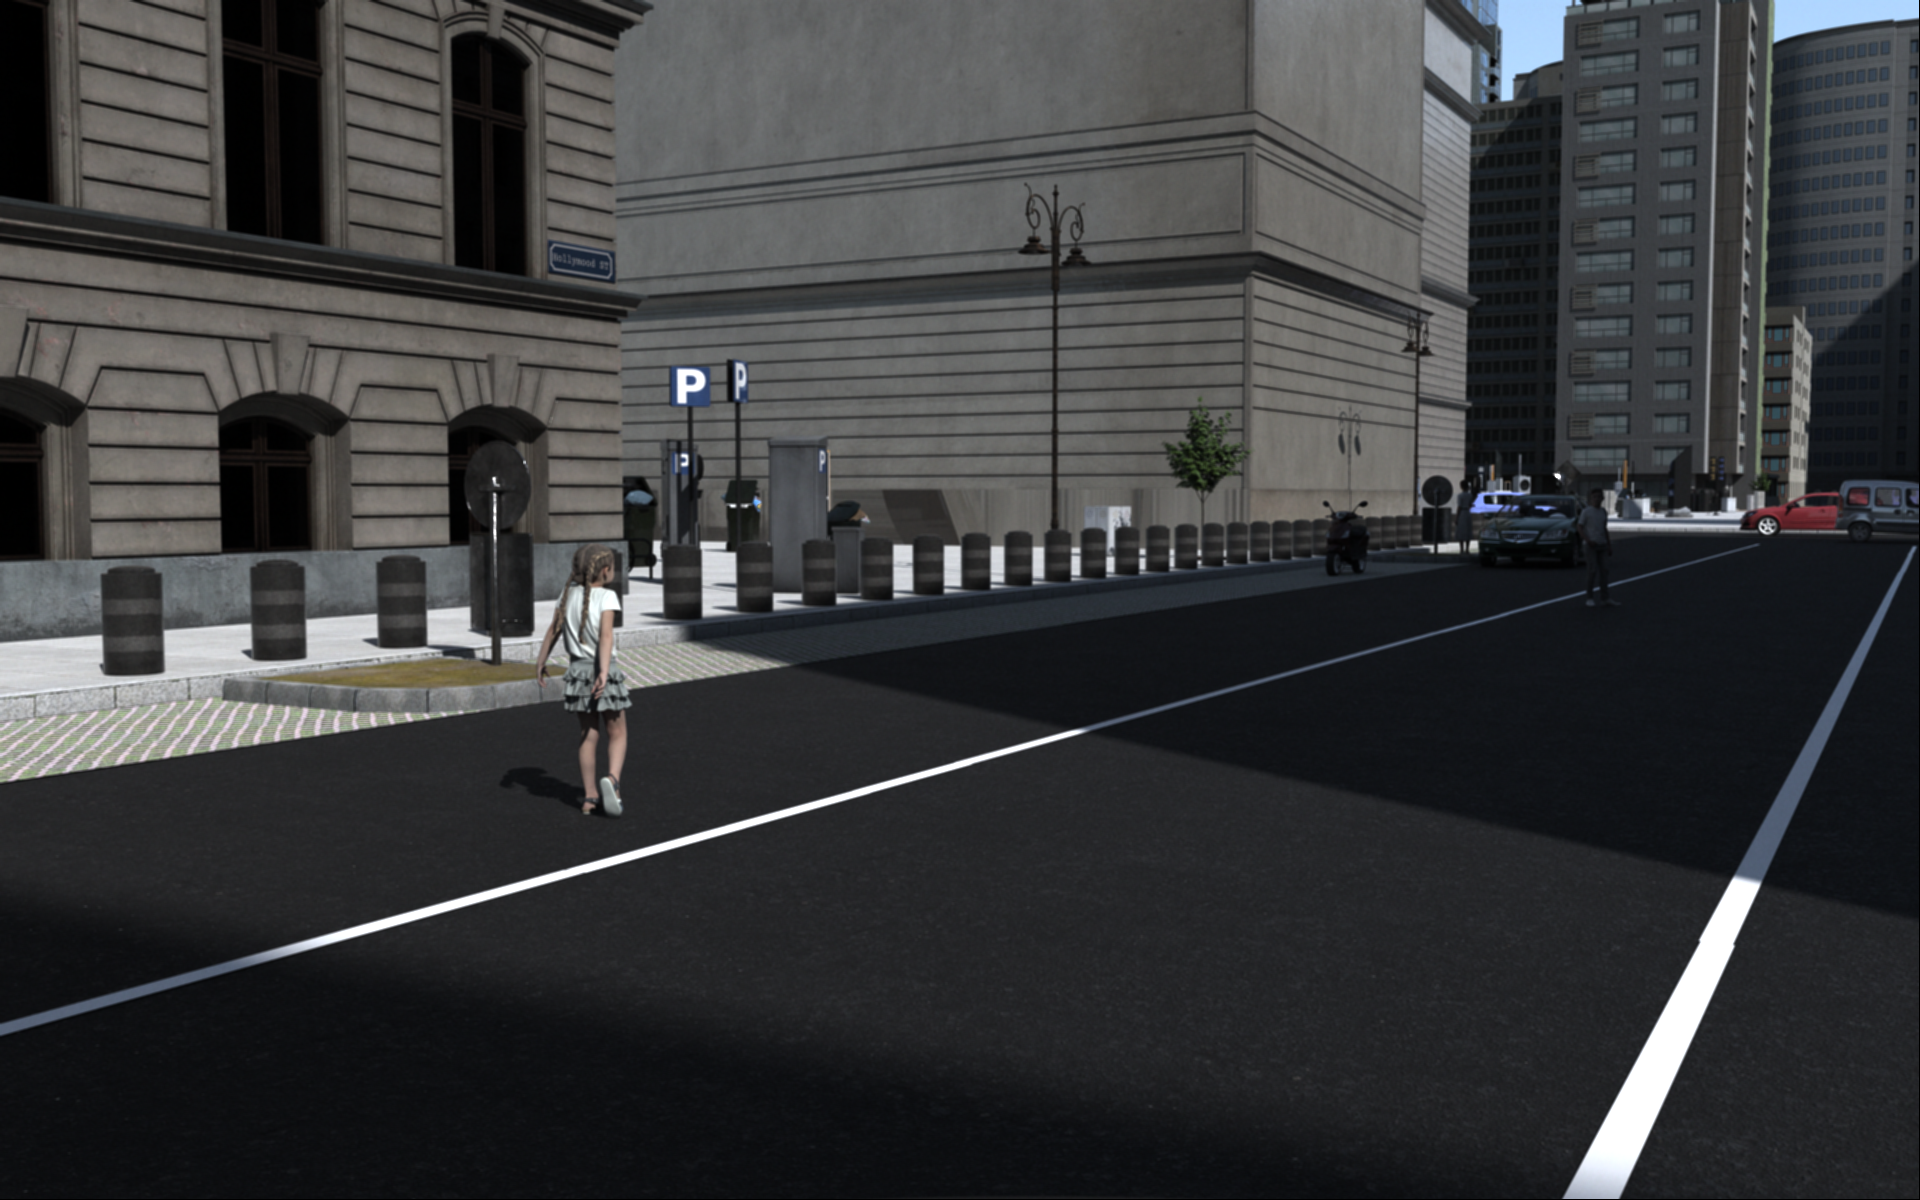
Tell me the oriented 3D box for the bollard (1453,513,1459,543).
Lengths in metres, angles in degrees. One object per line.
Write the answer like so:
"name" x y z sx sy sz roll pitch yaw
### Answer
"bollard" 13.019 -1.902 45.822 0.404 0.777 0.398 0 3 0

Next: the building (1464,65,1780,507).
"building" 57.966 -28.629 159.966 32.217 40.220 23.993 2 4 29

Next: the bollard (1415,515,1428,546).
"bollard" 11.191 -1.706 42.602 0.404 0.777 0.398 0 3 0

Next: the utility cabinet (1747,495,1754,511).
"utility cabinet" 58.753 -7.184 128.618 0.306 1.237 1.020 3 5 42

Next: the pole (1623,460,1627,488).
"pole" 39.855 -6.728 103.852 0.158 3.312 0.155 0 3 0

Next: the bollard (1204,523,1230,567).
"bollard" 4.487 -0.981 30.749 0.404 0.777 0.398 0 3 0

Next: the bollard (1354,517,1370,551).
"bollard" 8.762 -1.443 38.305 0.404 0.777 0.398 0 3 0

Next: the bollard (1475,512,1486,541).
"bollard" 14.237 -2.034 47.968 0.404 0.777 0.398 0 3 0

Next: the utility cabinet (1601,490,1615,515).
"utility cabinet" 41.153 -6.228 110.507 1.173 1.500 0.318 0 4 -3

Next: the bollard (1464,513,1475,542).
"bollard" 13.626 -1.968 46.896 0.404 0.777 0.398 0 3 0

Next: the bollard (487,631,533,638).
"bollard" -4.070 -0.057 15.642 0.404 0.777 0.398 0 3 0

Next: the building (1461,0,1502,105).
"building" 61.880 -56.873 242.548 31.000 86.520 22.319 2 4 29

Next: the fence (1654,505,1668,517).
"fence" 39.599 -5.036 97.721 0.278 0.683 2.069 3 5 45

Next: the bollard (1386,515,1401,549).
"bollard" 9.980 -1.574 40.451 0.404 0.777 0.398 0 3 0

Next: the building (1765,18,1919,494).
"building" 112.691 -41.103 214.026 28.212 58.520 21.231 2 4 29

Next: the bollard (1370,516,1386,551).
"bollard" 9.371 -1.508 39.378 0.404 0.777 0.398 0 3 0

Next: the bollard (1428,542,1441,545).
"bollard" 11.802 -1.771 43.674 0.404 0.777 0.398 0 3 0

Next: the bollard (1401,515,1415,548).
"bollard" 10.585 -1.640 41.526 0.404 0.777 0.398 0 3 0

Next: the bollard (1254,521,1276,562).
"bollard" 5.700 -1.112 32.901 0.404 0.777 0.398 0 3 0

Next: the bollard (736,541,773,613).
"bollard" -2.238 -0.255 18.879 0.404 0.777 0.398 0 3 0

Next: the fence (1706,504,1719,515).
"fence" 46.822 -5.641 107.613 0.278 0.683 2.069 0 4 6

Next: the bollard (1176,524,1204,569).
"bollard" 3.874 -0.915 29.679 0.404 0.777 0.398 0 3 0

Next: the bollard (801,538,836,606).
"bollard" -1.627 -0.321 19.966 0.404 0.777 0.398 0 3 0

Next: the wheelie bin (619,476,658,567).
"wheelie bin" -5.767 -1.384 30.534 0.980 1.594 0.693 3 4 36

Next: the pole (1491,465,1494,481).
"pole" 36.973 -7.735 120.306 0.158 3.312 0.155 0 3 0

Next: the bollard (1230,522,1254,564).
"bollard" 5.092 -1.047 31.828 0.404 0.777 0.398 0 3 0

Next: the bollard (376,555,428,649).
"bollard" -4.689 0.010 14.555 0.404 0.777 0.398 0 3 0

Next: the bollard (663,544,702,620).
"bollard" -2.852 -0.188 17.798 0.404 0.777 0.398 0 3 0

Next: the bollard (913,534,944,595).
"bollard" -0.403 -0.453 22.121 0.404 0.777 0.398 0 3 0

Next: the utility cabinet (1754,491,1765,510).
"utility cabinet" 58.099 -7.167 125.853 1.173 1.500 0.318 -3 5 -43

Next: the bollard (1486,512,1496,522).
"bollard" 14.843 -2.099 49.041 0.404 0.777 0.398 0 3 0

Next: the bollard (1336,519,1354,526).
"bollard" 8.150 -1.376 37.218 0.404 0.777 0.398 0 3 0

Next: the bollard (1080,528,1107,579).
"bollard" 2.035 -0.716 26.431 0.404 0.777 0.398 0 3 0

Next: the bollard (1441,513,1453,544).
"bollard" 12.408 -1.837 44.748 0.404 0.777 0.398 0 3 0

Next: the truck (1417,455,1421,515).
"truck" 9.757 -4.928 70.338 18.799 4.110 2.967 2 4 29

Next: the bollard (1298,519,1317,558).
"bollard" 6.920 -1.244 35.051 0.404 0.777 0.398 0 3 0

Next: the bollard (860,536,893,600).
"bollard" -1.010 -0.387 21.047 0.404 0.777 0.398 0 3 0

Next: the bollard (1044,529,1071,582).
"bollard" 1.431 -0.651 25.356 0.404 0.777 0.398 0 3 0

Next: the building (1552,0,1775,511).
"building" 56.475 -27.850 138.947 14.154 41.232 14.086 2 4 29

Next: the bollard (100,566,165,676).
"bollard" -5.914 0.143 12.384 0.404 0.777 0.398 0 3 0

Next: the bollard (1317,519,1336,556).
"bollard" 7.540 -1.311 36.145 0.404 0.777 0.398 0 3 0

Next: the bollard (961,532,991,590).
"bollard" 0.213 -0.519 23.211 0.404 0.777 0.398 0 3 0

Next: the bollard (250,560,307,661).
"bollard" -5.303 0.076 13.478 0.404 0.777 0.398 0 3 0

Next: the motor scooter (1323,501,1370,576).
"motor scooter" 6.887 -1.101 30.781 0.815 1.314 1.986 2 4 30

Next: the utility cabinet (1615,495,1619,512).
"utility cabinet" 47.982 -7.094 127.154 1.020 1.237 0.306 0 4 -1

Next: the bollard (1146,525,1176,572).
"bollard" 3.264 -0.849 28.602 0.404 0.777 0.398 0 3 0

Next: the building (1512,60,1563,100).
"building" 87.588 -41.939 227.696 28.212 58.520 21.231 2 4 29

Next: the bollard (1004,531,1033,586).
"bollard" 0.818 -0.585 24.285 0.404 0.777 0.398 0 3 0

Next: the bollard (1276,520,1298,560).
"bollard" 6.310 -1.178 33.973 0.404 0.777 0.398 0 3 0

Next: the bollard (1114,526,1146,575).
"bollard" 2.652 -0.782 27.508 0.404 0.777 0.398 0 3 0

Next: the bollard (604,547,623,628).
"bollard" -3.460 -0.123 16.725 0.404 0.777 0.398 0 3 0
